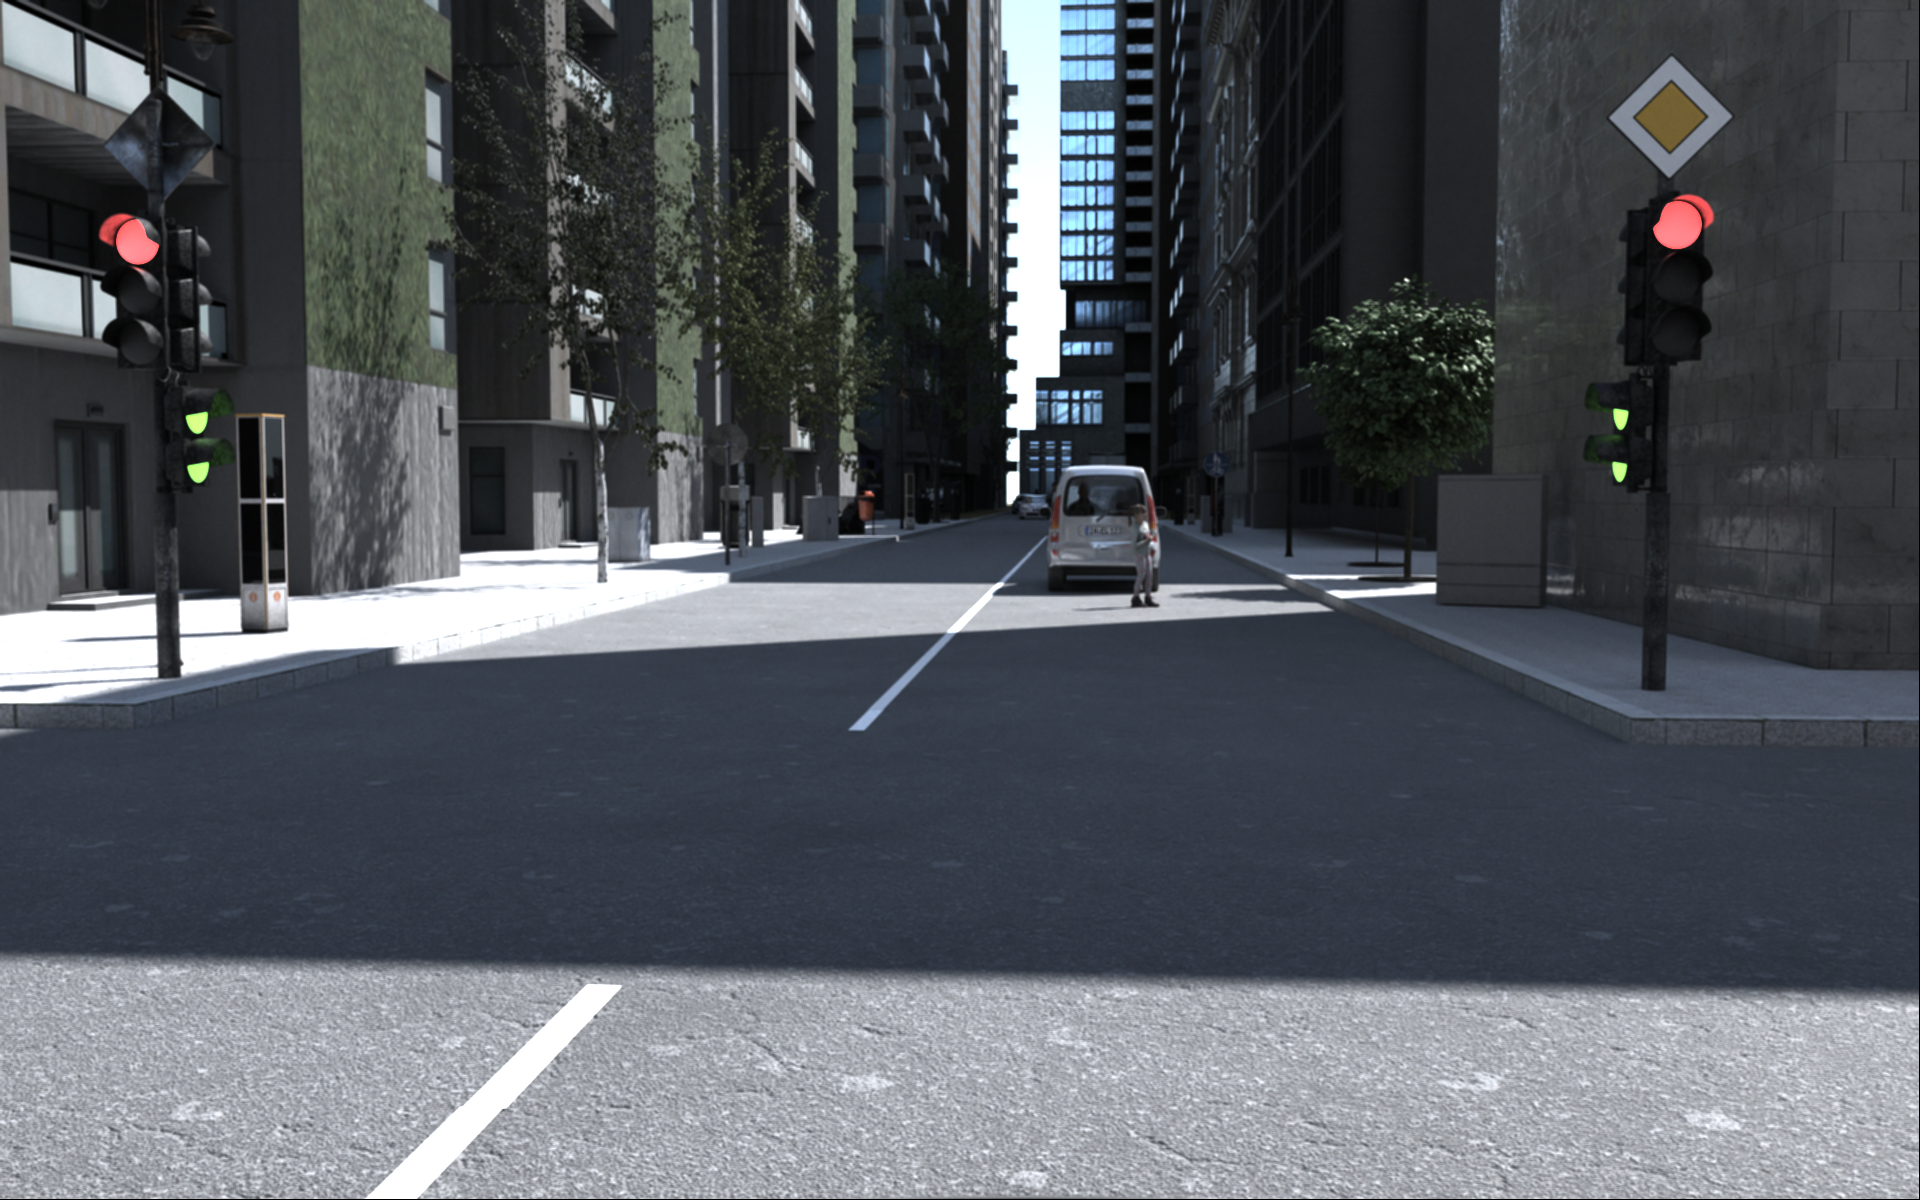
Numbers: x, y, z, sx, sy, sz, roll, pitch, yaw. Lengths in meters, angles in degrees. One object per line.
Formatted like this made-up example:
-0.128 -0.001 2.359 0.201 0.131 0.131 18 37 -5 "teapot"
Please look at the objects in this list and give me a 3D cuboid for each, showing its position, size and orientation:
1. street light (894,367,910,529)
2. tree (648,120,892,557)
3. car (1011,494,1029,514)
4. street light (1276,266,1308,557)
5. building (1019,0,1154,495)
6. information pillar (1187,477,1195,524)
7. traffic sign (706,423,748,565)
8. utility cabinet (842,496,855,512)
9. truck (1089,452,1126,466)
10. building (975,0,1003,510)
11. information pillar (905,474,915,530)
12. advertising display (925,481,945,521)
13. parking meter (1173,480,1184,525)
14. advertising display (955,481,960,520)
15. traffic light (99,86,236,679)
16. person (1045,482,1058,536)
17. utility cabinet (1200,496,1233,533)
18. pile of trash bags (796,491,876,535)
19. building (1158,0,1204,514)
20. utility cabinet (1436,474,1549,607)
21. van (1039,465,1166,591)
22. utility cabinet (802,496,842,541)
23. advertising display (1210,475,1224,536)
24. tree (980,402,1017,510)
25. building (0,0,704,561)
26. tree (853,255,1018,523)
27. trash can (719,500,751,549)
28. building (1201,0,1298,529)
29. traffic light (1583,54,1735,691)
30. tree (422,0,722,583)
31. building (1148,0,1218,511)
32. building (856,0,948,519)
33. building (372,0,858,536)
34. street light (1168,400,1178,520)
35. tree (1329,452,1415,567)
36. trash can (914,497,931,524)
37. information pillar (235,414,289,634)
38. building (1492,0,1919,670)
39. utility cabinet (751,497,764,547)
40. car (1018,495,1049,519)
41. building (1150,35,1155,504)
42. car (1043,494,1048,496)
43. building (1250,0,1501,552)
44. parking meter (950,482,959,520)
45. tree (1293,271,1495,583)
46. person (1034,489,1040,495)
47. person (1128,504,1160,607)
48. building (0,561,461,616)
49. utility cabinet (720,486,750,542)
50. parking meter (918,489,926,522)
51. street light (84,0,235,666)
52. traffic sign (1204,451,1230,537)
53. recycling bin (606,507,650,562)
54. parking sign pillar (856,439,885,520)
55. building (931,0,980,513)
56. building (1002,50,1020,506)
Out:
-2.131 -5.539 63.358 0.468 5.910 1.993 0 4 4 "street light"
-4.188 -5.168 34.861 4.737 8.622 4.395 0 3 0 "tree"
4.664 -6.865 124.245 2.014 1.417 4.499 0 4 4 "car"
6.746 -3.826 35.337 0.468 5.910 1.993 0 4 4 "street light"
22.147 -53.033 179.765 31.000 86.520 22.319 0 4 4 "building"
9.783 -4.208 73.296 0.304 2.012 0.304 0 4 4 "information pillar"
-4.195 -1.901 31.191 0.768 2.556 0.104 0 4 6 "traffic sign"
-3.900 -3.003 60.255 0.306 1.237 1.020 -1 4 -19 "utility cabinet"
10.344 -8.082 121.059 2.839 4.237 11.283 0 4 5 "truck"
-6.982 -43.589 150.926 20.611 71.187 20.563 0 4 4 "building"
-1.800 -3.522 62.075 0.304 2.012 0.304 -1 4 -10 "information pillar"
-1.207 -4.810 83.858 0.974 1.923 0.123 1 4 21 "advertising display"
9.120 -4.070 72.253 0.399 1.863 0.255 1 4 18 "parking meter"
-0.121 -4.942 86.022 0.123 1.923 0.974 -1 4 -10 "advertising display"
-5.504 -1.410 11.974 0.839 4.253 0.868 0 4 4 "traffic light"
3.183 -2.980 57.213 0.794 1.824 0.713 2 4 32 "person"
8.470 -2.814 57.166 1.020 1.237 0.306 -1 4 -11 "utility cabinet"
-3.708 -2.761 54.901 1.912 1.369 3.447 -3 4 -36 "pile of trash bags"
25.729 -30.371 116.174 23.786 49.044 30.456 0 4 4 "building"
6.073 -0.678 19.772 1.173 1.500 0.318 2 4 32 "utility cabinet"
2.216 -1.216 26.900 2.013 2.044 4.112 0 4 4 "van"
-3.794 -2.207 47.248 1.020 1.237 0.306 -3 5 -39 "utility cabinet"
7.900 -2.933 53.167 0.123 1.923 0.974 2 4 27 "advertising display"
2.722 -11.366 136.200 4.360 8.622 3.978 0 3 0 "tree"
-14.751 -21.883 41.383 14.154 41.232 14.086 0 4 4 "building"
-1.168 -9.247 76.938 9.928 11.665 9.643 0 3 0 "tree"
-5.301 -1.789 40.907 0.748 1.137 0.748 0 3 0 "trash can"
17.865 -17.516 73.780 14.401 28.519 23.554 0 4 4 "building"
4.531 -1.366 11.247 0.839 4.253 0.868 0 4 4 "traffic light"
-5.243 -4.544 24.657 4.360 8.622 3.978 0 3 0 "tree"
22.628 -29.893 138.865 14.600 45.320 14.200 0 4 4 "building"
-12.403 -29.530 102.425 23.786 49.044 30.456 0 4 4 "building"
-11.686 -23.221 63.261 14.154 41.232 14.086 0 4 4 "building"
10.489 -6.888 85.407 0.468 5.910 1.993 0 4 4 "street light"
7.562 -2.218 30.870 1.663 3.219 1.824 0 3 0 "tree"
-1.594 -3.794 73.682 0.748 1.137 0.748 0 3 0 "trash can"
-6.451 -0.705 16.019 0.304 2.012 0.304 1 4 19 "information pillar"
15.041 -9.897 16.574 16.860 20.320 10.420 0 4 4 "building"
-4.931 -1.901 42.239 0.306 1.237 1.020 0 4 -7 "utility cabinet"
4.354 -5.336 99.608 2.083 1.381 4.827 0 4 3 "car"
23.935 -28.713 153.048 14.154 41.232 14.086 0 4 4 "building"
7.099 -7.771 136.849 2.009 1.686 4.222 0 4 6 "car"
16.594 -15.643 49.272 14.314 27.812 24.014 0 4 4 "building"
-0.269 -4.864 85.245 0.255 1.863 0.399 -3 5 -42 "parking meter"
6.588 -2.565 25.652 4.285 4.588 4.351 0 3 0 "tree"
6.643 -8.725 150.785 1.348 1.869 0.705 3 4 38 "person"
2.334 -0.560 21.930 0.394 1.301 0.425 1 4 18 "person"
-15.255 -20.533 19.316 14.154 41.232 14.086 0 4 4 "building"
-6.004 -2.289 46.096 0.318 1.500 1.173 -2 4 -34 "utility cabinet"
-1.750 -4.368 79.833 0.372 1.533 0.369 0 3 0 "parking meter"
-5.904 -2.446 12.772 0.468 5.910 1.993 0 4 4 "street light"
7.664 -3.156 51.700 0.768 2.556 0.104 1 4 11 "traffic sign"
-6.323 -1.240 32.836 0.722 1.027 0.722 1 4 9 "recycling bin"
-4.445 -5.943 85.642 1.447 3.967 1.447 -2 4 -24 "parking sign pillar"
-5.863 -29.045 124.998 14.600 45.320 14.200 0 4 4 "building"
-8.904 -34.478 183.325 30.456 49.044 23.786 0 4 4 "building"
